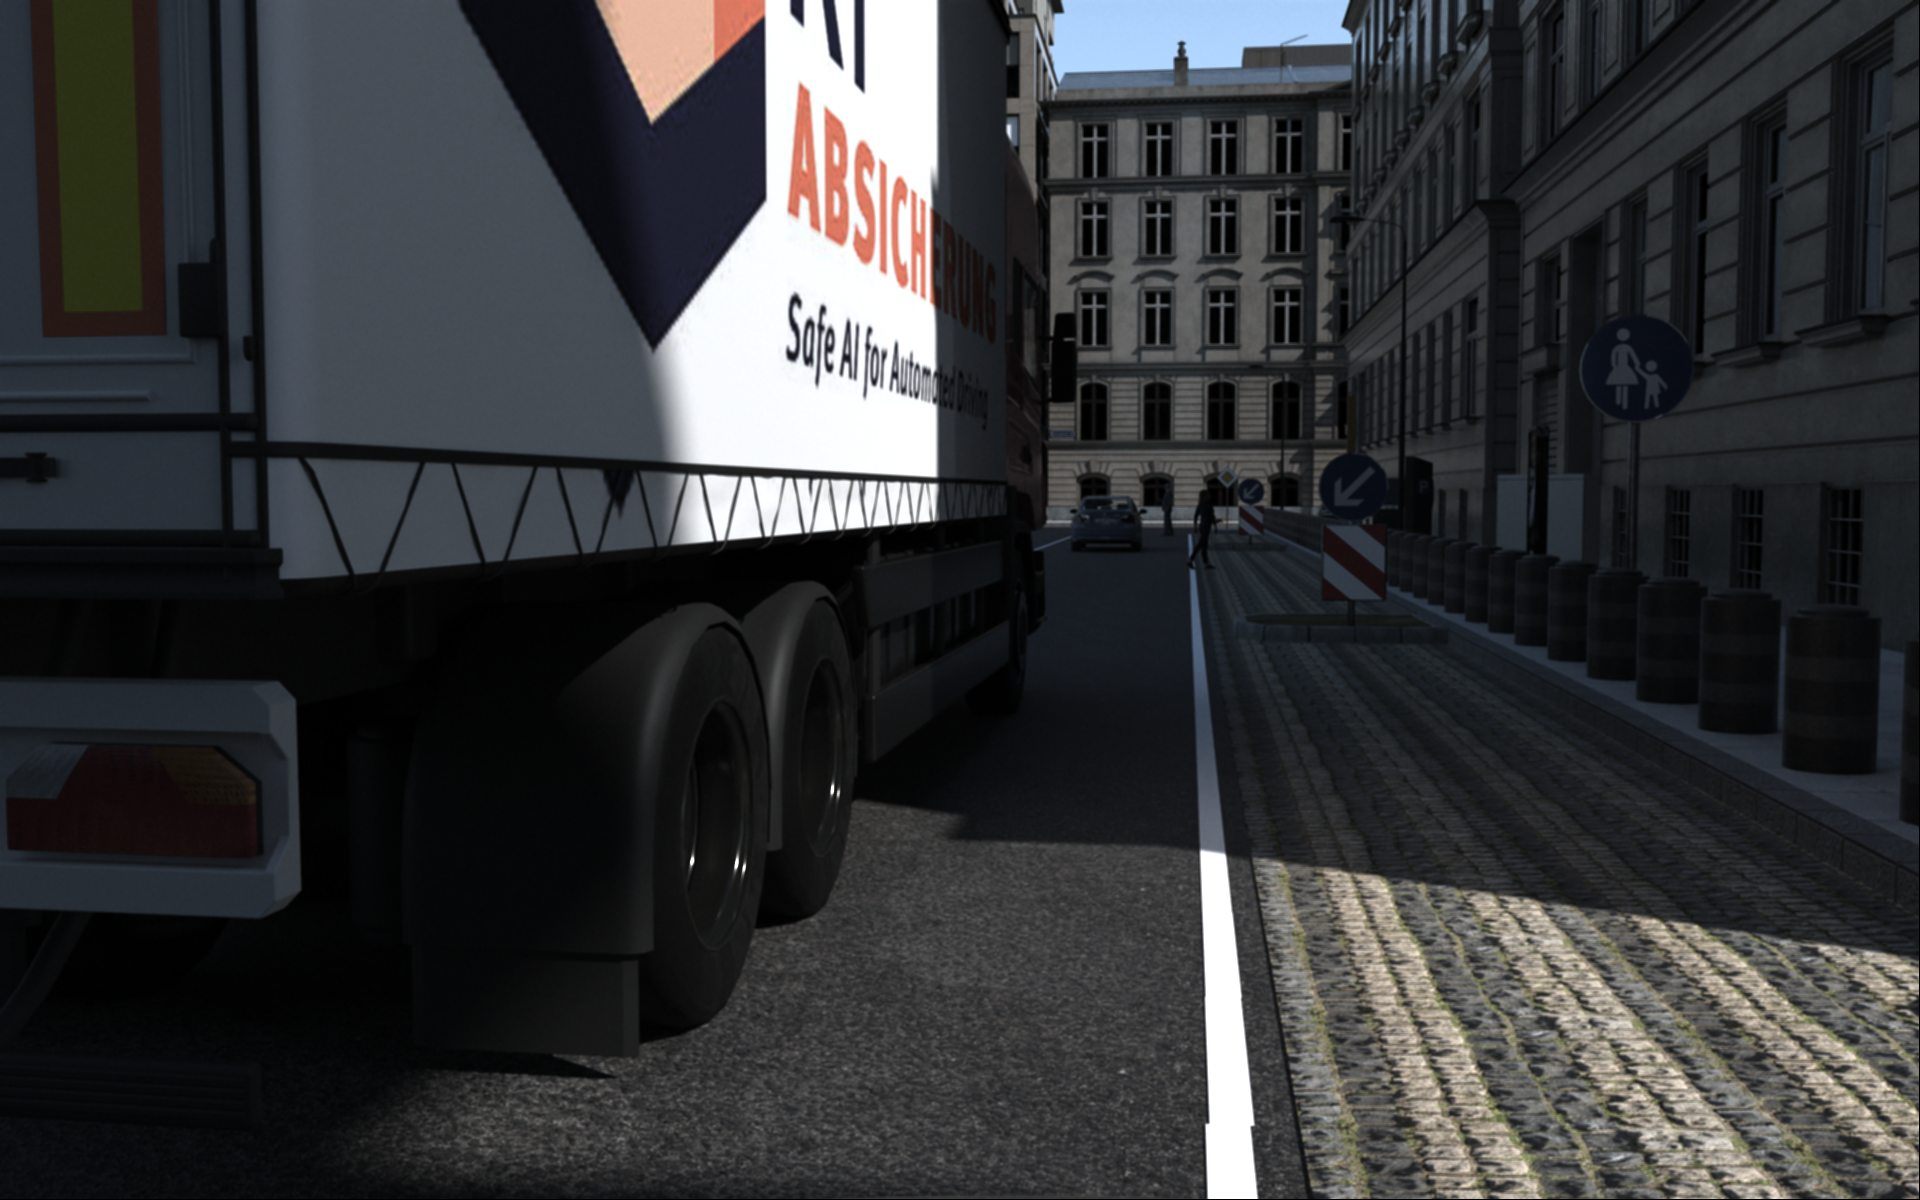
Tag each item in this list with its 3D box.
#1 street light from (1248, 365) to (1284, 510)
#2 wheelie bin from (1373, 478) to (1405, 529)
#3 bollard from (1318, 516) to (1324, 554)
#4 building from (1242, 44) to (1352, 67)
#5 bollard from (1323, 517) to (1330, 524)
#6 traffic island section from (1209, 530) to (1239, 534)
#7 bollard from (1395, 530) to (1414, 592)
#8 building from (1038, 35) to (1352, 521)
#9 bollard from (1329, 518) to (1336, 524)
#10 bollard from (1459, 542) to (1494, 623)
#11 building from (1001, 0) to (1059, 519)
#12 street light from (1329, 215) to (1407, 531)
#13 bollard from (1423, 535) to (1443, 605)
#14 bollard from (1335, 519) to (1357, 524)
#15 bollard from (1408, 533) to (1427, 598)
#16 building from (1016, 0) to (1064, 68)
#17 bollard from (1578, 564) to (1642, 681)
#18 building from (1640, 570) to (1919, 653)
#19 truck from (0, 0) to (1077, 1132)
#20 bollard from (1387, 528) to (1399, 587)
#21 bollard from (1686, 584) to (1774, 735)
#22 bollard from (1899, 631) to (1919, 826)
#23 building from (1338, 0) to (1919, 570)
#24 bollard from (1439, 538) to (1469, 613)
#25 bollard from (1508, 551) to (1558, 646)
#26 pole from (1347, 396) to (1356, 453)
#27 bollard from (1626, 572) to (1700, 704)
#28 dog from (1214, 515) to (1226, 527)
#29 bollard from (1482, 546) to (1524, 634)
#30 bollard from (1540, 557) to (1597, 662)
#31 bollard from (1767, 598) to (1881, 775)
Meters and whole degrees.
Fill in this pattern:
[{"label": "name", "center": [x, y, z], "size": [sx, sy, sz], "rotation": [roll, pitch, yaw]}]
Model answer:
[{"label": "street light", "center": [11.065, -5.494, 62.366], "size": [1.470, 5.913, 1.316], "rotation": [0, 4, 7]}, {"label": "wheelie bin", "center": [8.543, -1.638, 34.695], "size": [0.980, 1.594, 0.693], "rotation": [1, 4, 13]}, {"label": "bollard", "center": [7.731, -1.307, 36.082], "size": [0.404, 0.777, 0.398], "rotation": [0, 3, 0]}, {"label": "building", "center": [33.145, -29.234, 161.564], "size": [14.154, 41.232, 14.086], "rotation": [0, 4, 7]}, {"label": "bollard", "center": [7.558, -1.225, 34.751], "size": [0.404, 0.777, 0.398], "rotation": [0, 3, 0]}, {"label": "traffic island section", "center": [9.782, -2.510, 63.320], "size": [2.009, 0.180, 2.903], "rotation": [0, 4, 7]}, {"label": "bollard", "center": [5.984, -0.491, 22.742], "size": [0.404, 0.777, 0.398], "rotation": [0, 3, 0]}, {"label": "building", "center": [21.581, -16.222, 84.306], "size": [34.723, 24.649, 14.460], "rotation": [0, 4, 7]}, {"label": "bollard", "center": [7.384, -1.144, 33.422], "size": [0.404, 0.777, 0.398], "rotation": [0, 3, 0]}, {"label": "bollard", "center": [5.284, -0.164, 17.393], "size": [0.404, 0.777, 0.398], "rotation": [0, 3, 0]}, {"label": "building", "center": [-12.184, -17.559, 91.613], "size": [34.151, 26.468, 19.350], "rotation": [0, 4, 7]}, {"label": "street light", "center": [6.842, -3.449, 28.937], "size": [1.470, 5.913, 1.316], "rotation": [0, 4, 7]}, {"label": "bollard", "center": [5.635, -0.328, 20.084], "size": [0.404, 0.777, 0.398], "rotation": [0, 3, 0]}, {"label": "bollard", "center": [7.210, -1.063, 32.093], "size": [0.404, 0.777, 0.398], "rotation": [0, 3, 0]}, {"label": "bollard", "center": [5.811, -0.410, 21.412], "size": [0.404, 0.777, 0.398], "rotation": [0, 3, 0]}, {"label": "building", "center": [-5.235, -35.296, 166.335], "size": [28.713, 52.752, 27.495], "rotation": [0, 4, 7]}, {"label": "bollard", "center": [4.586, 0.162, 12.069], "size": [0.404, 0.777, 0.398], "rotation": [0, 3, 0]}, {"label": "building", "center": [15.167, -11.117, 15.048], "size": [16.112, 22.955, 30.059], "rotation": [0, 4, 7]}, {"label": "truck", "center": [-1.276, -1.171, 8.065], "size": [2.839, 4.237, 11.283], "rotation": [1, 4, 9]}, {"label": "bollard", "center": [6.160, -0.573, 24.081], "size": [0.404, 0.777, 0.398], "rotation": [0, 3, 0]}, {"label": "bollard", "center": [4.236, 0.325, 9.411], "size": [0.404, 0.777, 0.398], "rotation": [0, 3, 0]}, {"label": "bollard", "center": [3.890, 0.488, 6.737], "size": [0.404, 0.777, 0.398], "rotation": [0, 3, 0]}, {"label": "building", "center": [18.797, -12.939, 44.833], "size": [16.112, 22.955, 30.059], "rotation": [0, 4, 7]}, {"label": "bollard", "center": [5.456, -0.246, 18.744], "size": [0.404, 0.777, 0.398], "rotation": [0, 3, 0]}, {"label": "bollard", "center": [4.934, -0.001, 14.736], "size": [0.404, 0.777, 0.398], "rotation": [0, 3, 0]}, {"label": "pole", "center": [8.143, -2.582, 36.051], "size": [0.158, 3.312, 0.155], "rotation": [0, 3, 0]}, {"label": "bollard", "center": [4.413, 0.243, 10.740], "size": [0.404, 0.777, 0.398], "rotation": [0, 3, 0]}, {"label": "dog", "center": [11.416, -3.489, 76.340], "size": [0.540, 0.507, 0.406], "rotation": [-1, 4, -20]}, {"label": "bollard", "center": [5.112, -0.082, 16.064], "size": [0.404, 0.777, 0.398], "rotation": [0, 3, 0]}, {"label": "bollard", "center": [4.761, 0.081, 13.398], "size": [0.404, 0.777, 0.398], "rotation": [0, 3, 0]}, {"label": "bollard", "center": [4.065, 0.406, 8.082], "size": [0.404, 0.777, 0.398], "rotation": [0, 3, 0]}]
